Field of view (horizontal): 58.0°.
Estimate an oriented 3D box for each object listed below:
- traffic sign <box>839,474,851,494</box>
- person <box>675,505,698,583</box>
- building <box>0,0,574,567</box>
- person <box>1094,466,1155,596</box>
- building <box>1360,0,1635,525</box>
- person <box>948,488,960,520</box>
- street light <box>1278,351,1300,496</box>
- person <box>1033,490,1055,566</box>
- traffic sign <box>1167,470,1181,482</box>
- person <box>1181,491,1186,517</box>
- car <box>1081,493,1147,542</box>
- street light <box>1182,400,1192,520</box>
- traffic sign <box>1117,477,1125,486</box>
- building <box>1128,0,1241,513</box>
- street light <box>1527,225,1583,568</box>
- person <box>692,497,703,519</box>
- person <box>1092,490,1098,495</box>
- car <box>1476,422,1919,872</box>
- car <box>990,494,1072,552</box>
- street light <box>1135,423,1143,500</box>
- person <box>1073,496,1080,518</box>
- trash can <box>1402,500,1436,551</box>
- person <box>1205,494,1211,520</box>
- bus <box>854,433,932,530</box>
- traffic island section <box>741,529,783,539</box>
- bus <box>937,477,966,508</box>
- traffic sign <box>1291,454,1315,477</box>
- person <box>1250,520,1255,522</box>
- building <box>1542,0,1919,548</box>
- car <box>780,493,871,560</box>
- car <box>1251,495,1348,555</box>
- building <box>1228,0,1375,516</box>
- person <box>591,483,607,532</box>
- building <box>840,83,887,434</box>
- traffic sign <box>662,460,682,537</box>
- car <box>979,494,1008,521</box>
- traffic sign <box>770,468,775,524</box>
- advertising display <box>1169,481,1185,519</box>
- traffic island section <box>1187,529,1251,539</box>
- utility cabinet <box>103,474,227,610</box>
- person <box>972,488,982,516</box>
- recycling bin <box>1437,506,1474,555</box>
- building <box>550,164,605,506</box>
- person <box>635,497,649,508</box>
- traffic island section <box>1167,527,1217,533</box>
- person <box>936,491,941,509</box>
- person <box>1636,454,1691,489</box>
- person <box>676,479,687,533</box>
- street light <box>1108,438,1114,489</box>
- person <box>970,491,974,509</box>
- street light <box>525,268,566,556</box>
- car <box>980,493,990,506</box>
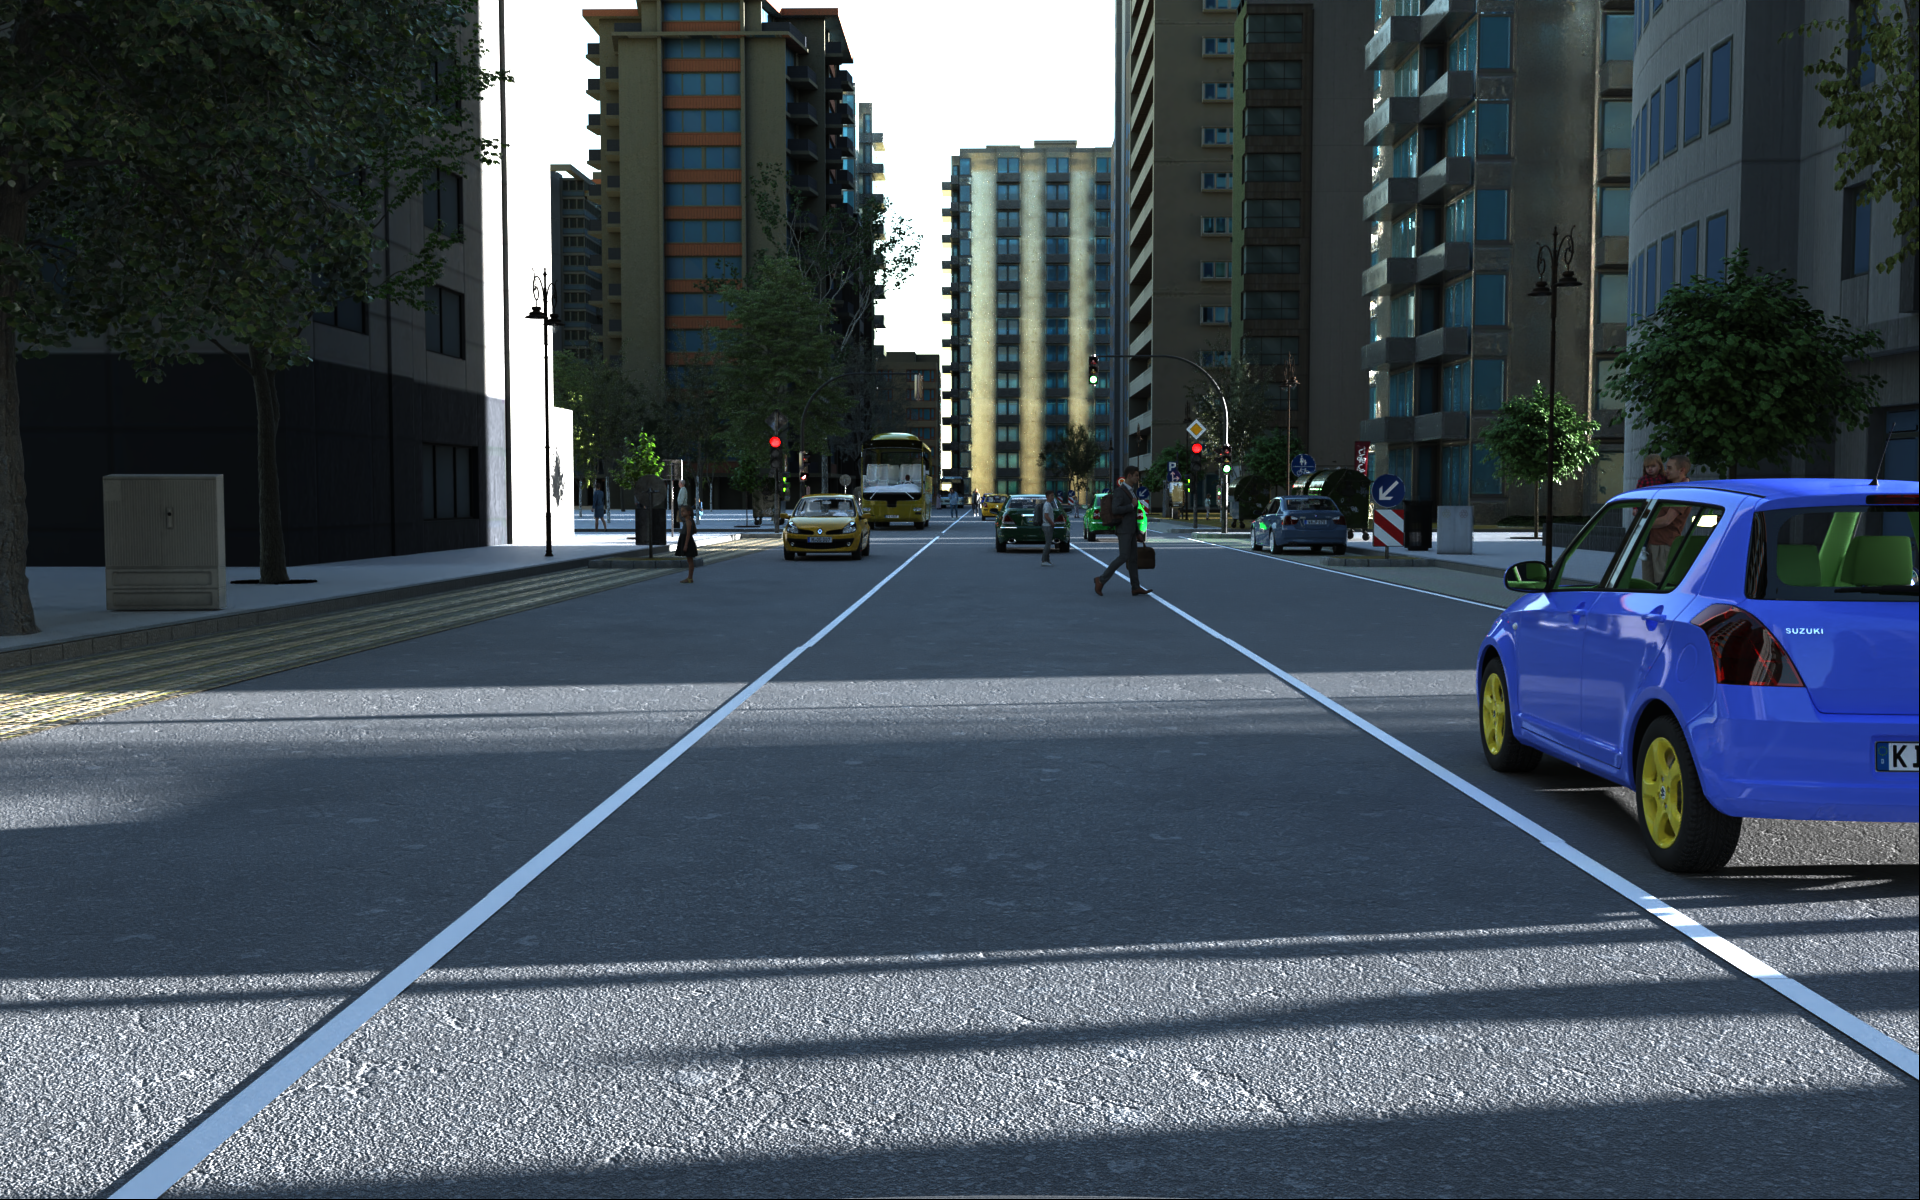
[{"bbox_3d":[-7.406,-6.826,111.710,0.768,2.556,0.104,1,4,8],"label":"traffic sign"},{"bbox_3d":[-4.403,-0.898,27.848,0.373,1.253,0.362,-1,4,-11],"label":"person"},{"bbox_3d":[-21.816,-36.726,38.715,20.611,71.187,20.563,0,4,1],"label":"building"},{"bbox_3d":[2.323,-0.976,24.427,0.822,1.834,0.622,1,4,14],"label":"person"},{"bbox_3d":[34.079,-28.149,79.843,30.456,49.044,23.786,0,4,1],"label":"building"},{"bbox_3d":[-0.338,-5.371,96.577,0.793,1.790,0.793,-3,5,-42],"label":"person"},{"bbox_3d":[10.671,-5.108,56.307,0.468,5.910,1.993,0,4,1],"label":"street light"},{"bbox_3d":[1.746,-1.434,34.541,0.523,1.515,0.503,-2,4,-33],"label":"person"},{"bbox_3d":[11.241,-5.564,91.072,0.768,2.556,0.104,0,4,7],"label":"traffic sign"},{"bbox_3d":[12.198,-5.511,96.329,0.709,1.800,0.728,1,4,9],"label":"person"},{"bbox_3d":[4.770,-2.744,53.668,1.959,1.807,4.718,0,4,2],"label":"car"},{"bbox_3d":[11.239,-6.906,85.708,0.468,5.910,1.993,0,4,1],"label":"street light"},{"bbox_3d":[11.941,-7.812,127.834,0.768,2.556,0.104,0,4,5],"label":"traffic sign"},{"bbox_3d":[24.021,-30.853,128.147,21.300,48.544,21.600,0,4,1],"label":"building"},{"bbox_3d":[10.272,-3.503,30.056,0.468,5.910,1.993,0,4,1],"label":"street light"},{"bbox_3d":[-13.325,-4.672,87.926,1.012,1.151,0.738,3,5,40],"label":"person"},{"bbox_3d":[13.073,-9.773,166.627,0.742,1.727,0.445,-1,4,-15],"label":"person"},{"bbox_3d":[3.544,0.108,7.826,1.945,1.707,3.694,0,4,2],"label":"car"},{"bbox_3d":[1.818,-1.973,44.057,2.131,1.459,4.920,0,4,1],"label":"car"},{"bbox_3d":[11.610,-8.566,112.835,0.468,5.910,1.993,0,4,1],"label":"street light"},{"bbox_3d":[6.979,-5.542,103.386,0.394,1.301,0.425,2,4,33],"label":"person"},{"bbox_3d":[10.407,-1.692,39.315,0.748,1.137,0.748,0,3,0],"label":"trash can"},{"bbox_3d":[12.303,-4.619,85.845,0.394,1.301,0.425,-3,5,-44],"label":"person"},{"bbox_3d":[-2.594,-4.997,73.241,2.896,3.916,12.252,0,4,1],"label":"bus"},{"bbox_3d":[-6.050,-2.128,57.077,2.009,0.180,2.903,0,4,1],"label":"traffic island section"},{"bbox_3d":[-0.864,-11.237,178.582,2.948,3.499,13.247,0,3,0],"label":"bus"},{"bbox_3d":[10.868,-3.352,54.917,0.768,2.556,0.104,0,4,6],"label":"traffic sign"},{"bbox_3d":[13.246,-4.410,78.491,0.374,1.781,0.599,1,4,17],"label":"person"},{"bbox_3d":[23.924,-29.856,30.150,21.231,58.520,28.212,0,4,1],"label":"building"},{"bbox_3d":[-2.967,-1.752,38.871,2.015,1.641,3.980,0,4,1],"label":"car"},{"bbox_3d":[8.218,-1.841,42.100,2.014,1.417,4.499,0,4,0],"label":"car"},{"bbox_3d":[22.912,-20.254,102.861,14.160,30.474,14.107,0,4,1],"label":"building"},{"bbox_3d":[-12.708,-3.211,61.028,0.581,1.822,0.654,-3,5,-43],"label":"person"},{"bbox_3d":[-24.071,-35.605,201.747,30.456,49.044,23.786,0,4,1],"label":"building"},{"bbox_3d":[-8.547,-3.016,51.434,0.606,2.300,0.079,1,4,10],"label":"traffic sign"},{"bbox_3d":[2.019,-5.147,94.373,2.015,1.641,3.980,0,4,1],"label":"car"},{"bbox_3d":[-8.045,-4.585,74.968,0.884,2.594,0.081,0,4,7],"label":"traffic sign"},{"bbox_3d":[11.049,-5.087,88.394,0.123,1.923,0.974,-3,5,-41],"label":"advertising display"},{"bbox_3d":[8.689,-2.112,56.819,2.009,0.180,2.903,0,4,1],"label":"traffic island section"},{"bbox_3d":[-8.744,-0.634,19.052,1.173,1.500,0.318,0,4,-8],"label":"utility cabinet"},{"bbox_3d":[1.118,-6.369,112.812,0.709,1.800,0.728,1,4,11],"label":"person"},{"bbox_3d":[10.616,-1.502,37.107,0.722,1.027,0.722,1,4,19],"label":"recycling bin"},{"bbox_3d":[-51.835,-30.926,197.514,23.993,40.220,32.217,0,4,1],"label":"building"},{"bbox_3d":[-14.608,-4.478,79.446,0.709,1.800,0.728,-2,4,-30],"label":"person"},{"bbox_3d":[8.827,-2.601,64.803,2.009,0.180,2.903,0,4,1],"label":"traffic island section"},{"bbox_3d":[-1.967,-9.336,161.806,0.621,1.740,0.551,-1,4,-8],"label":"person"},{"bbox_3d":[6.907,-0.523,17.030,0.580,1.828,0.573,2,4,32],"label":"person"},{"bbox_3d":[-9.139,-3.109,57.359,0.515,1.767,0.782,-1,4,-9],"label":"person"},{"bbox_3d":[12.106,-10.172,139.107,0.468,5.910,1.993,0,4,1],"label":"street light"},{"bbox_3d":[1.135,-9.379,162.652,0.742,1.727,0.445,3,5,40],"label":"person"},{"bbox_3d":[-8.471,-3.837,35.519,0.468,5.910,1.993,0,4,1],"label":"street light"},{"bbox_3d":[3.279,-11.514,197.848,1.945,1.707,3.694,0,4,0],"label":"car"}]
